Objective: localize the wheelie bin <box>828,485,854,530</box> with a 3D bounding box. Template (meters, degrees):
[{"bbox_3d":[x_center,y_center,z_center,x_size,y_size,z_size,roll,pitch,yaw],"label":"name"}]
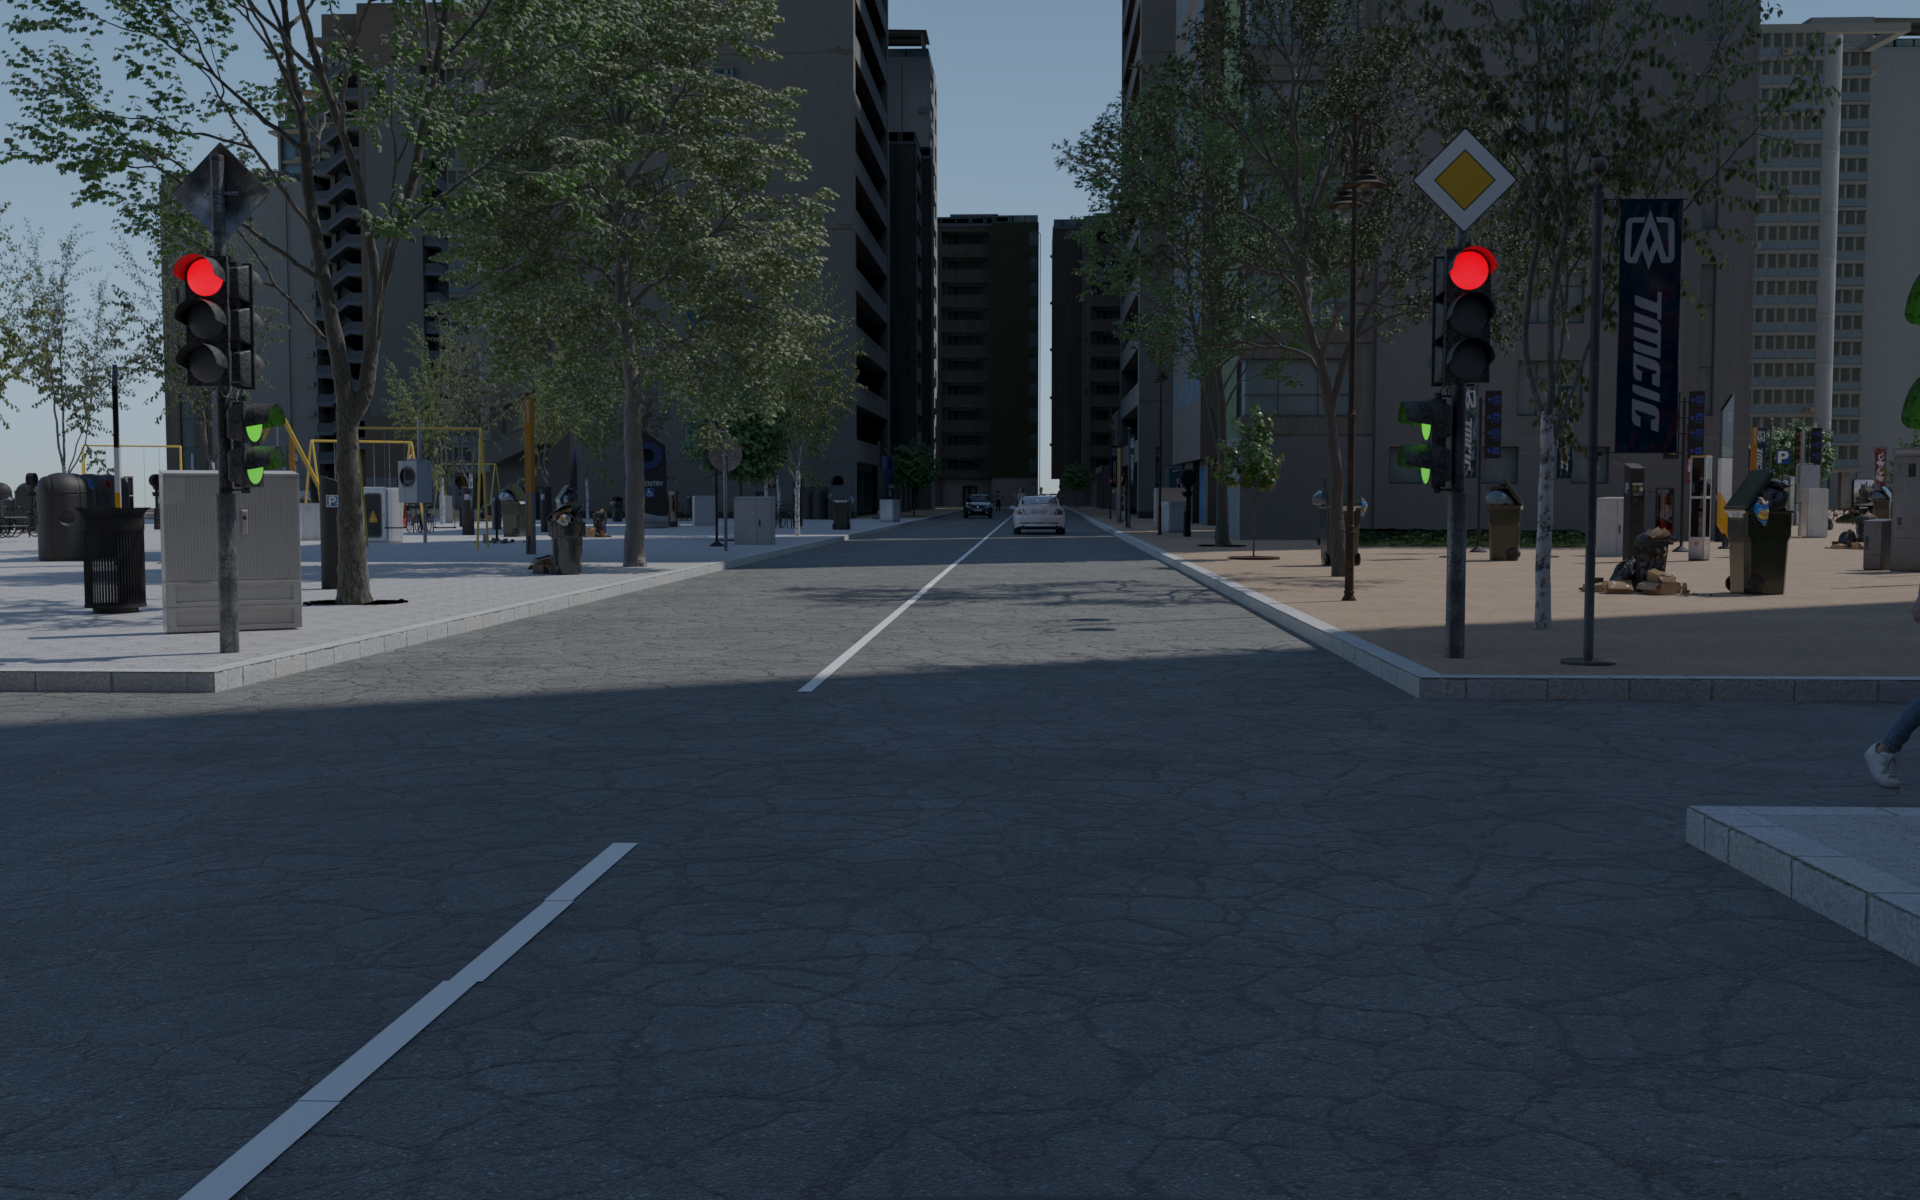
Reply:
[{"bbox_3d":[-4.270,-3.322,62.229,0.980,1.594,0.693,0,4,3],"label":"wheelie bin"}]

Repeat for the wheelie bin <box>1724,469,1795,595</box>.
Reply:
[{"bbox_3d":[10.296,-0.881,22.318,0.693,1.594,0.980,0,4,1],"label":"wheelie bin"}]

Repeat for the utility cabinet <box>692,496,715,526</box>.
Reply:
[{"bbox_3d":[-10.237,-3.573,69.572,1.020,1.237,0.306,-2,4,-34],"label":"utility cabinet"}]

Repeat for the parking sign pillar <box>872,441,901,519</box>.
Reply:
[{"bbox_3d":[-3.773,-6.134,88.755,1.447,3.967,1.447,1,4,21],"label":"parking sign pillar"}]

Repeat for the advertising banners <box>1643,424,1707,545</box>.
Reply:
[{"bbox_3d":[17.847,-2.917,43.880,0.090,3.025,2.074,-3,5,-45],"label":"advertising banners"}]

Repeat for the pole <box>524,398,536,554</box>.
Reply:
[{"bbox_3d":[-9.154,-2.631,36.867,0.158,3.312,0.155,0,3,0],"label":"pole"}]

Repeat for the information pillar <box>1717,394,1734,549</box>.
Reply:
[{"bbox_3d":[17.827,-2.996,40.335,0.504,3.616,0.183,-3,4,-37],"label":"information pillar"}]

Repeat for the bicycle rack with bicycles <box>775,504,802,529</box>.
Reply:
[{"bbox_3d":[-7.176,-3.160,65.043,2.852,0.926,2.925,-1,4,-10],"label":"bicycle rack with bicycles"}]

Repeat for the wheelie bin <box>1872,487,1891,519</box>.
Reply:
[{"bbox_3d":[36.325,-3.687,68.195,0.693,1.594,0.980,3,5,42],"label":"wheelie bin"}]

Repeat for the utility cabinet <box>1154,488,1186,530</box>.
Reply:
[{"bbox_3d":[7.434,-3.206,61.099,1.173,1.500,0.318,-1,4,-12],"label":"utility cabinet"}]

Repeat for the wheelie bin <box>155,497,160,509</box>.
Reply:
[{"bbox_3d":[-31.764,-3.767,69.495,0.693,1.594,0.980,1,4,9],"label":"wheelie bin"}]

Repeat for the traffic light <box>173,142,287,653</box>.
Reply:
[{"bbox_3d":[-5.891,-1.527,13.889,0.839,4.253,0.868,0,4,3],"label":"traffic light"}]

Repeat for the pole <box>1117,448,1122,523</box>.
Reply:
[{"bbox_3d":[7.108,-5.099,77.206,0.158,3.312,0.155,0,3,0],"label":"pole"}]

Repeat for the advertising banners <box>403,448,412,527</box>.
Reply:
[{"bbox_3d":[-20.847,-4.196,64.788,0.090,3.025,2.074,0,4,6],"label":"advertising banners"}]

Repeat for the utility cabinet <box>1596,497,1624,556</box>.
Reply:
[{"bbox_3d":[13.642,-1.513,35.897,0.306,1.237,1.020,-1,4,-21],"label":"utility cabinet"}]

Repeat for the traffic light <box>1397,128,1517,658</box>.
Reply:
[{"bbox_3d":[3.861,-1.501,13.470,0.839,4.253,0.868,0,4,3],"label":"traffic light"}]

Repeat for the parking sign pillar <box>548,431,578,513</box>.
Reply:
[{"bbox_3d":[-17.098,-5.264,74.534,1.447,3.967,1.447,2,4,32],"label":"parking sign pillar"}]

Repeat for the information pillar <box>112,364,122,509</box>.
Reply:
[{"bbox_3d":[-15.148,-2.433,31.128,0.183,3.616,0.504,-2,4,-24],"label":"information pillar"}]

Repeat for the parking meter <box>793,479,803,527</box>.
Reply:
[{"bbox_3d":[-6.372,-3.809,67.988,0.255,1.863,0.399,-2,4,-32],"label":"parking meter"}]

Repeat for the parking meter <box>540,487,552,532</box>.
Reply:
[{"bbox_3d":[-13.916,-3.047,58.227,0.372,1.533,0.369,0,3,0],"label":"parking meter"}]

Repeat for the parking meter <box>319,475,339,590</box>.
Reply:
[{"bbox_3d":[-8.446,-0.917,23.399,0.372,1.533,0.369,0,3,0],"label":"parking meter"}]

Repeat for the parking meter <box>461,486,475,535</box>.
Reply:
[{"bbox_3d":[-15.349,-2.790,54.035,0.372,1.533,0.369,0,3,0],"label":"parking meter"}]

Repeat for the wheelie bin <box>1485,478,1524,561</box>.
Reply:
[{"bbox_3d":[10.509,-1.562,33.445,0.693,1.594,0.980,1,4,21],"label":"wheelie bin"}]

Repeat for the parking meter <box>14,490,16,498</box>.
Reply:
[{"bbox_3d":[-47.181,-4.795,86.810,0.372,1.533,0.369,0,3,0],"label":"parking meter"}]

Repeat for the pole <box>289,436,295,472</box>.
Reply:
[{"bbox_3d":[-23.422,-4.095,60.800,0.158,3.312,0.155,0,3,0],"label":"pole"}]

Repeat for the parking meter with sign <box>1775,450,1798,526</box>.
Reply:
[{"bbox_3d":[33.204,-4.478,69.472,0.543,3.016,1.738,3,5,39],"label":"parking meter with sign"}]

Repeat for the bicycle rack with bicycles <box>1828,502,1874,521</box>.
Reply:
[{"bbox_3d":[45.335,-4.442,86.005,2.925,0.926,2.852,0,4,0],"label":"bicycle rack with bicycles"}]

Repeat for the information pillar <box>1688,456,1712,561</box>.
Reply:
[{"bbox_3d":[14.194,-1.757,33.215,0.304,2.012,0.304,3,5,44],"label":"information pillar"}]

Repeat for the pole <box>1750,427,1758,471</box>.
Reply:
[{"bbox_3d":[24.212,-3.612,52.891,0.158,3.312,0.155,0,3,0],"label":"pole"}]

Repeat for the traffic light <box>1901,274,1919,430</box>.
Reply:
[{"bbox_3d":[3.504,-1.014,5.493,0.839,4.253,0.868,0,4,3],"label":"traffic light"}]

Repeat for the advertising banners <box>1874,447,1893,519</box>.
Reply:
[{"bbox_3d":[34.545,-4.131,63.724,0.090,3.025,2.074,-2,4,-28],"label":"advertising banners"}]

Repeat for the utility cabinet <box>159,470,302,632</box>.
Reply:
[{"bbox_3d":[-6.800,-0.458,16.172,1.173,1.500,0.318,-2,4,-31],"label":"utility cabinet"}]

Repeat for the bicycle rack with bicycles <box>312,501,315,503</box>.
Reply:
[{"bbox_3d":[-32.489,-4.617,88.876,2.925,0.926,2.852,-3,5,-41],"label":"bicycle rack with bicycles"}]

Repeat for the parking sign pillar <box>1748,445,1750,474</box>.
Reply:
[{"bbox_3d":[35.126,-5.454,77.646,1.447,3.967,1.447,0,4,-4],"label":"parking sign pillar"}]

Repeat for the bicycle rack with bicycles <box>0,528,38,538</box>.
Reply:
[{"bbox_3d":[-28.481,-2.296,50.917,2.852,0.926,2.925,3,4,37],"label":"bicycle rack with bicycles"}]

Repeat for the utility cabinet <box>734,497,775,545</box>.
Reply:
[{"bbox_3d":[-5.197,-1.997,43.812,1.020,1.237,0.306,1,4,16],"label":"utility cabinet"}]

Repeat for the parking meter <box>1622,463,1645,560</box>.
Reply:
[{"bbox_3d":[12.690,-1.647,32.635,0.255,1.863,0.399,0,4,-1],"label":"parking meter"}]

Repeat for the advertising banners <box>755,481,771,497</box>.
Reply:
[{"bbox_3d":[-9.649,-5.450,85.299,0.090,3.025,2.074,1,4,16],"label":"advertising banners"}]

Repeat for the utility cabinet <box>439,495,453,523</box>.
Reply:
[{"bbox_3d":[-22.639,-3.985,76.312,0.306,1.237,1.020,-2,4,-32],"label":"utility cabinet"}]

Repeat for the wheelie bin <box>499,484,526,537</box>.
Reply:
[{"bbox_3d":[-13.403,-2.694,51.953,0.693,1.594,0.980,1,4,12],"label":"wheelie bin"}]

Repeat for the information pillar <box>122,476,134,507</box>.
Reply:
[{"bbox_3d":[-33.877,-4.042,70.570,0.304,2.012,0.304,2,4,34],"label":"information pillar"}]

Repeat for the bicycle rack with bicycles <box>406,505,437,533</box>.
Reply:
[{"bbox_3d":[-18.664,-2.733,58.069,2.852,0.926,2.925,0,4,5],"label":"bicycle rack with bicycles"}]

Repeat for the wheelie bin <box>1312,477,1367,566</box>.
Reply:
[{"bbox_3d":[6.791,-1.420,31.126,0.980,1.594,0.693,0,4,-3],"label":"wheelie bin"}]

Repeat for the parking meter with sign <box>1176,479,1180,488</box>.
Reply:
[{"bbox_3d":[11.065,-5.464,85.593,0.543,3.016,1.738,-2,4,-29],"label":"parking meter with sign"}]

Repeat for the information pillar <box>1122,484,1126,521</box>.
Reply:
[{"bbox_3d":[7.719,-4.766,82.413,0.304,2.012,0.304,1,4,13],"label":"information pillar"}]

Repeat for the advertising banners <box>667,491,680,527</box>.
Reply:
[{"bbox_3d":[-11.805,-4.343,67.200,2.074,3.025,0.090,1,4,21],"label":"advertising banners"}]

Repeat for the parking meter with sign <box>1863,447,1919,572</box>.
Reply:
[{"bbox_3d":[15.807,-1.974,28.539,0.543,3.016,1.738,-2,4,-27],"label":"parking meter with sign"}]

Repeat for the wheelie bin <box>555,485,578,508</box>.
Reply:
[{"bbox_3d":[-13.619,-3.187,60.020,0.693,1.594,0.980,-2,4,-28],"label":"wheelie bin"}]

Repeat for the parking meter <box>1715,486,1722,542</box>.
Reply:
[{"bbox_3d":[20.400,-2.318,46.310,0.372,1.533,0.369,0,3,0],"label":"parking meter"}]
